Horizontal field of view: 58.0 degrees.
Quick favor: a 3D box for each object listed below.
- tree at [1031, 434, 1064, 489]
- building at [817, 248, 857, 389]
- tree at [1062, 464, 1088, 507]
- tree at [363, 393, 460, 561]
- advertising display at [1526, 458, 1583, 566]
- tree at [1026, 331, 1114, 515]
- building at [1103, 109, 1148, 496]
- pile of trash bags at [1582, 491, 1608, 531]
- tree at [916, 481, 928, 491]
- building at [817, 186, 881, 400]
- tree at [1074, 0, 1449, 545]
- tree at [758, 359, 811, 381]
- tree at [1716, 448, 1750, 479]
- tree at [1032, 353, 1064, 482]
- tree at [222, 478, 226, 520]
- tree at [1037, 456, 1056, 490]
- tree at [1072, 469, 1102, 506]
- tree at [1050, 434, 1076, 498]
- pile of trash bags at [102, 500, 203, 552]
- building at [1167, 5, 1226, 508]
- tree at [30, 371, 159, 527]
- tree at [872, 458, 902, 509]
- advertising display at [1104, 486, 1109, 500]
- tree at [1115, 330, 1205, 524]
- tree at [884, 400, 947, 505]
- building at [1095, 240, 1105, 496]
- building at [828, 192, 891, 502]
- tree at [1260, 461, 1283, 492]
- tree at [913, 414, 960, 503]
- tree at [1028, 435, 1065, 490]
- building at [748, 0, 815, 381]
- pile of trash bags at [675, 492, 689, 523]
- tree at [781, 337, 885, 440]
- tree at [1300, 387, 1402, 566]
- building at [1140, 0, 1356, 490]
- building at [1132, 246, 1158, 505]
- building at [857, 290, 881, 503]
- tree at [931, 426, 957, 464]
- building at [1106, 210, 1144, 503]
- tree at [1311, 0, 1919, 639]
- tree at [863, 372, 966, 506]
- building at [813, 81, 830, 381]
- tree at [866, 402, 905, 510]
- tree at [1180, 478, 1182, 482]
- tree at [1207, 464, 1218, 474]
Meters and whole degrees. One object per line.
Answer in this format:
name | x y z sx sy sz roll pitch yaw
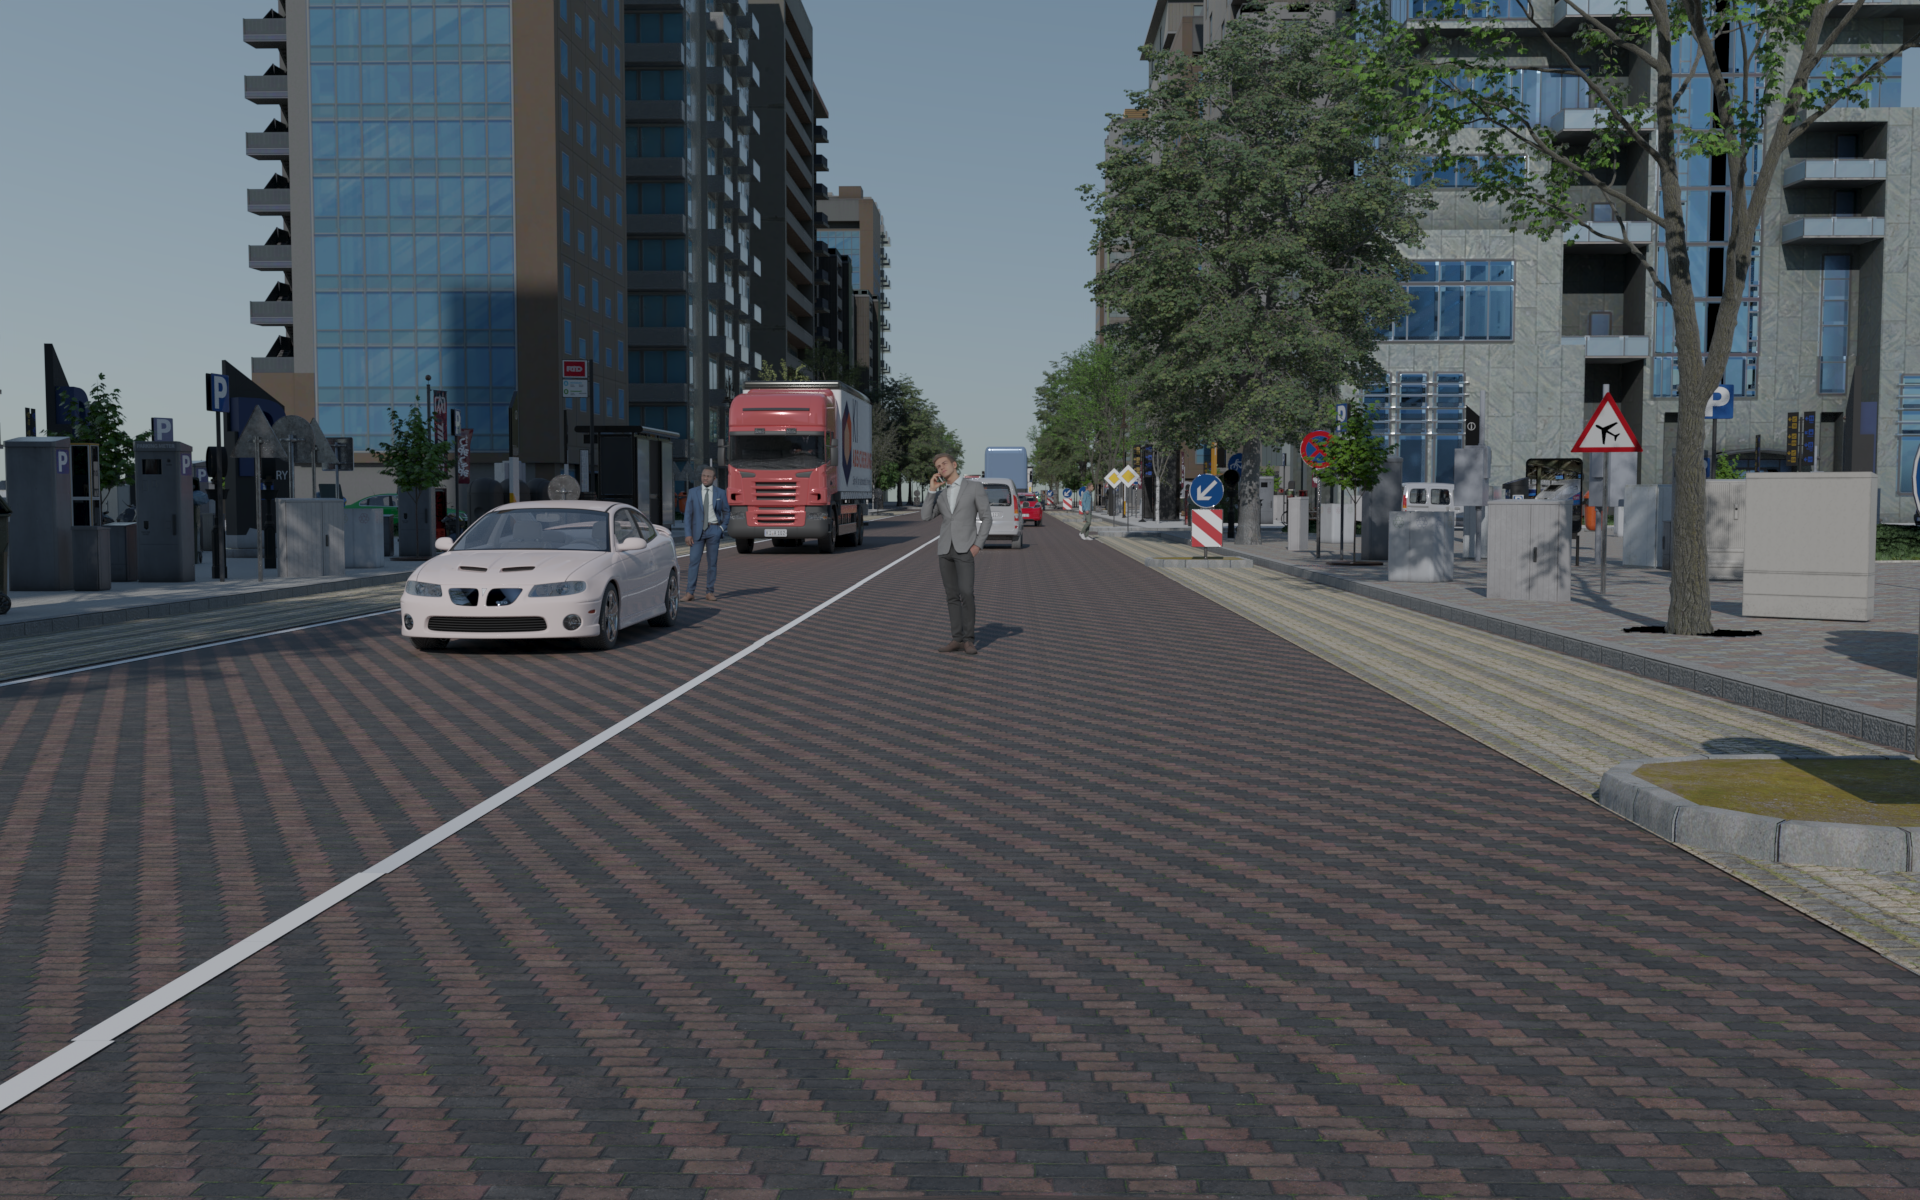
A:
tree | 14.674 -21.461 269.010 7.486 12.596 7.792 0 3 0
building | -20.070 -26.276 201.317 14.160 30.474 14.107 0 4 2
tree | 11.563 -11.559 172.704 4.285 4.588 4.351 0 3 0
tree | -10.423 -2.370 33.355 1.663 3.219 1.824 0 3 0
advertising display | 10.627 -1.578 31.017 0.974 1.923 0.123 1 4 21
tree | 9.468 -11.141 107.914 9.928 11.665 9.643 0 3 0
building | 33.083 -44.594 271.115 21.231 58.520 28.212 0 4 2
pile of trash bags | 15.852 -1.807 39.289 3.447 1.369 1.912 0 4 1
tree | -5.360 -16.247 216.007 4.737 8.622 4.395 0 3 0
building | -19.094 -37.016 255.318 14.600 45.320 14.200 0 4 2
tree | 7.321 -8.387 43.779 9.857 13.997 8.962 0 3 0
tree | -9.623 -8.744 93.320 4.737 8.622 4.395 0 3 0
tree | 31.756 -4.748 72.230 1.663 3.219 1.824 0 3 0
tree | 11.148 -15.193 155.067 9.857 13.997 8.962 0 3 0
tree | -35.920 -5.573 85.717 1.663 3.219 1.824 0 3 0
tree | 13.725 -18.979 260.672 4.360 8.622 3.978 0 3 0
tree | 9.962 -8.539 134.222 1.663 3.219 1.824 0 3 0
tree | 12.551 -15.360 201.498 4.737 8.622 4.395 0 3 0
pile of trash bags | -17.878 -1.649 36.712 1.912 1.369 3.447 1 4 16
building | 26.669 -31.219 160.537 14.600 45.320 14.200 0 4 2
tree | -13.417 -1.998 27.274 1.663 3.219 1.824 0 3 0
tree | -6.585 -10.102 148.878 4.285 4.588 4.351 0 3 0
advertising display | 12.168 -8.366 141.994 0.123 1.923 0.974 -2 4 -34
tree | 8.815 -7.621 74.974 4.360 8.622 3.978 0 3 0
tree | -5.876 -17.720 206.733 9.611 12.733 9.660 0 3 0
building | 30.144 -39.318 292.966 14.600 45.320 14.200 0 4 2
building | -22.631 -40.244 277.603 23.786 49.044 30.456 0 4 2
tree | 17.836 -6.423 99.615 1.663 3.219 1.824 0 3 0
tree | -5.309 -20.103 239.052 12.009 13.543 11.850 0 3 0
tree | 15.291 -22.891 291.267 9.611 12.733 9.660 0 3 0
building | -24.779 -32.421 153.789 21.300 48.544 21.600 0 4 2
pile of trash bags | -13.454 -4.069 76.277 3.447 1.369 1.912 -2 4 -31
tree | -8.324 -10.375 104.043 8.767 10.594 7.601 2 4 34
tree | 7.177 -2.254 31.448 1.663 3.219 1.824 0 3 0
building | 34.023 -36.188 180.914 28.713 52.752 27.495 0 4 2
building | 27.059 -26.353 202.568 14.160 30.474 14.107 0 4 2
building | -18.536 -28.725 241.347 14.160 30.474 14.107 0 4 2
tree | -4.070 -20.272 257.195 9.928 11.665 9.643 0 3 0
building | 28.194 -34.683 250.667 14.154 41.232 14.086 0 4 2
tree | 6.852 -5.498 15.652 9.928 11.665 9.643 0 3 0
tree | -6.218 -16.739 180.339 9.857 13.997 8.962 0 3 0
building | -25.281 -32.081 179.156 22.147 44.769 28.867 0 4 2
tree | -6.813 -11.615 140.269 4.360 8.622 3.978 0 3 0
tree | 11.432 -6.294 97.506 1.663 3.219 1.824 0 3 0
tree | 16.424 -7.095 110.600 1.663 3.219 1.824 0 3 0
